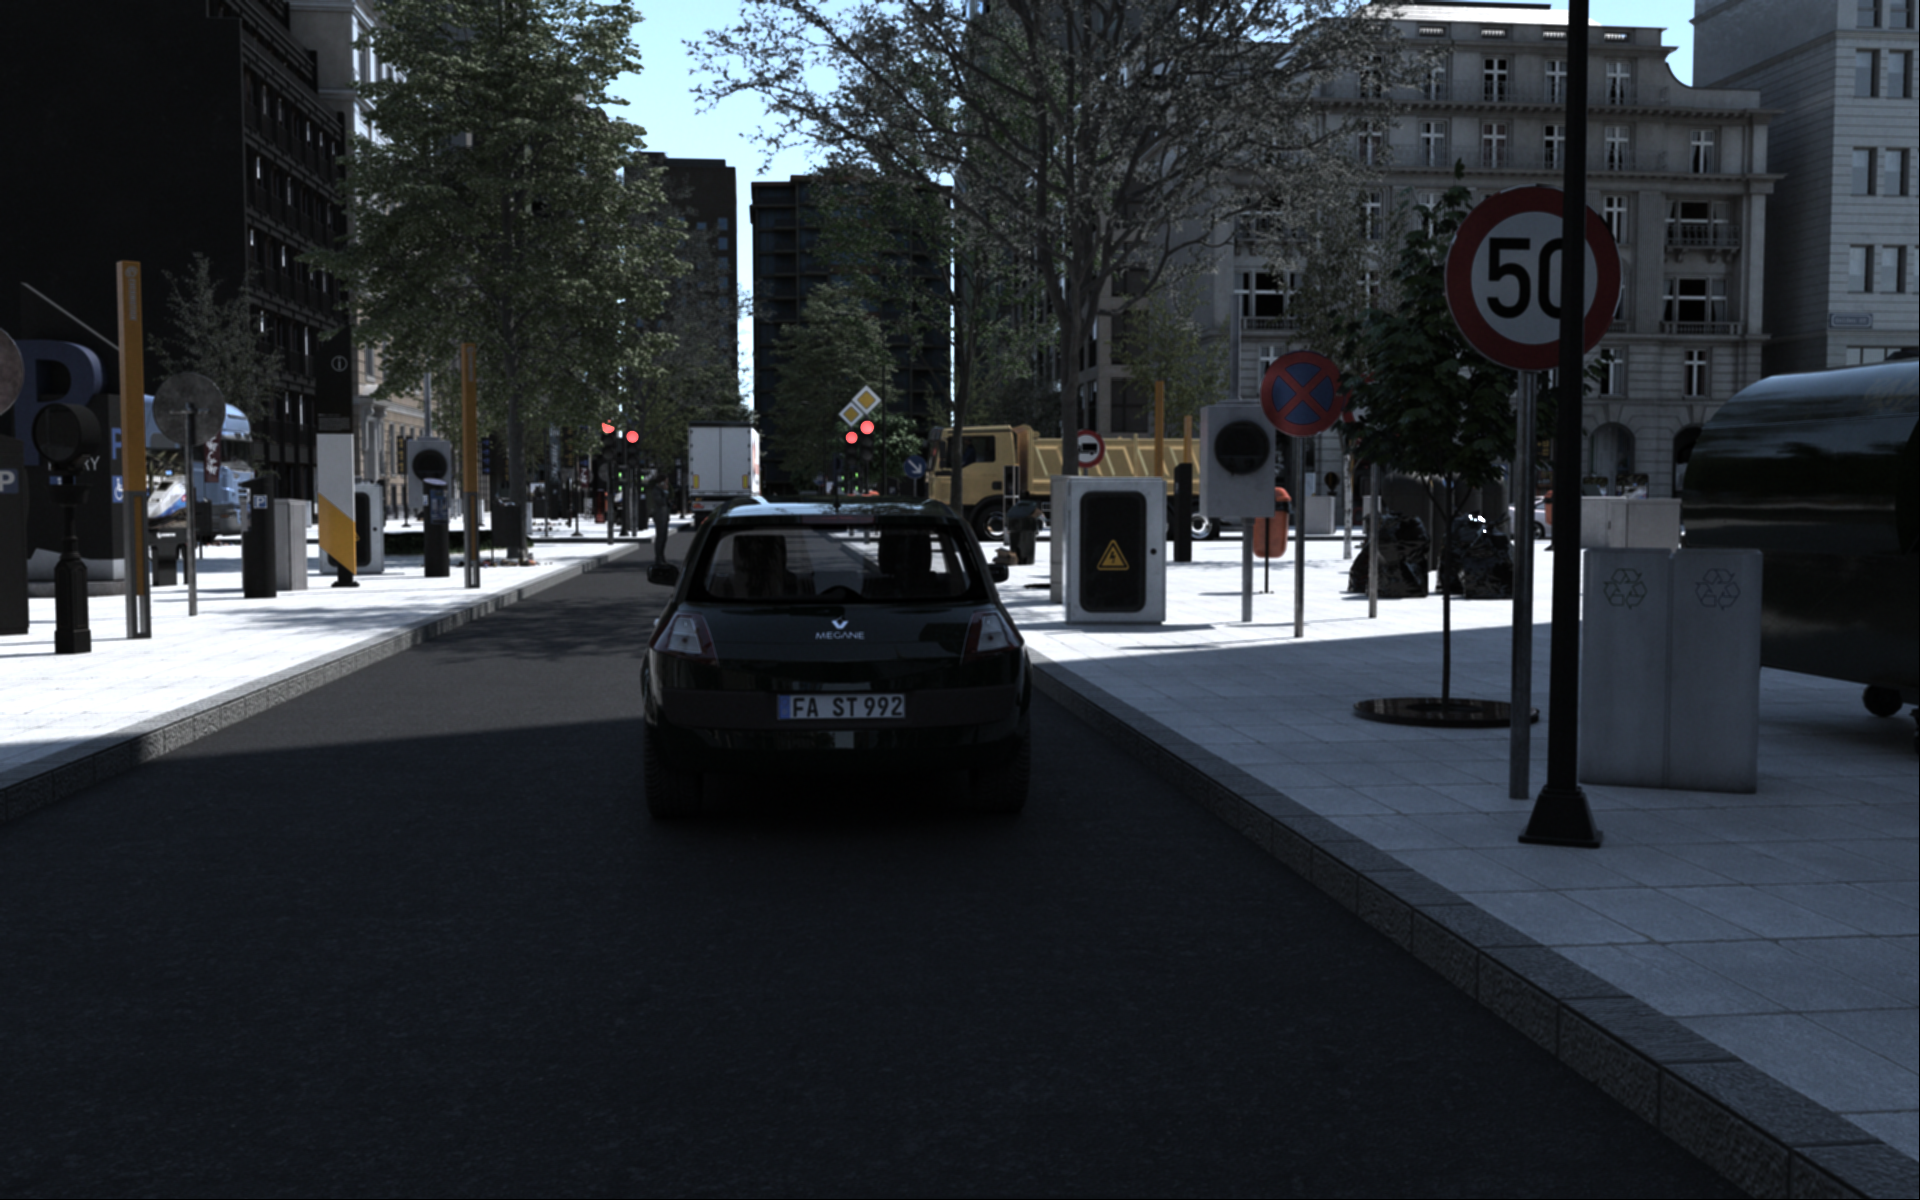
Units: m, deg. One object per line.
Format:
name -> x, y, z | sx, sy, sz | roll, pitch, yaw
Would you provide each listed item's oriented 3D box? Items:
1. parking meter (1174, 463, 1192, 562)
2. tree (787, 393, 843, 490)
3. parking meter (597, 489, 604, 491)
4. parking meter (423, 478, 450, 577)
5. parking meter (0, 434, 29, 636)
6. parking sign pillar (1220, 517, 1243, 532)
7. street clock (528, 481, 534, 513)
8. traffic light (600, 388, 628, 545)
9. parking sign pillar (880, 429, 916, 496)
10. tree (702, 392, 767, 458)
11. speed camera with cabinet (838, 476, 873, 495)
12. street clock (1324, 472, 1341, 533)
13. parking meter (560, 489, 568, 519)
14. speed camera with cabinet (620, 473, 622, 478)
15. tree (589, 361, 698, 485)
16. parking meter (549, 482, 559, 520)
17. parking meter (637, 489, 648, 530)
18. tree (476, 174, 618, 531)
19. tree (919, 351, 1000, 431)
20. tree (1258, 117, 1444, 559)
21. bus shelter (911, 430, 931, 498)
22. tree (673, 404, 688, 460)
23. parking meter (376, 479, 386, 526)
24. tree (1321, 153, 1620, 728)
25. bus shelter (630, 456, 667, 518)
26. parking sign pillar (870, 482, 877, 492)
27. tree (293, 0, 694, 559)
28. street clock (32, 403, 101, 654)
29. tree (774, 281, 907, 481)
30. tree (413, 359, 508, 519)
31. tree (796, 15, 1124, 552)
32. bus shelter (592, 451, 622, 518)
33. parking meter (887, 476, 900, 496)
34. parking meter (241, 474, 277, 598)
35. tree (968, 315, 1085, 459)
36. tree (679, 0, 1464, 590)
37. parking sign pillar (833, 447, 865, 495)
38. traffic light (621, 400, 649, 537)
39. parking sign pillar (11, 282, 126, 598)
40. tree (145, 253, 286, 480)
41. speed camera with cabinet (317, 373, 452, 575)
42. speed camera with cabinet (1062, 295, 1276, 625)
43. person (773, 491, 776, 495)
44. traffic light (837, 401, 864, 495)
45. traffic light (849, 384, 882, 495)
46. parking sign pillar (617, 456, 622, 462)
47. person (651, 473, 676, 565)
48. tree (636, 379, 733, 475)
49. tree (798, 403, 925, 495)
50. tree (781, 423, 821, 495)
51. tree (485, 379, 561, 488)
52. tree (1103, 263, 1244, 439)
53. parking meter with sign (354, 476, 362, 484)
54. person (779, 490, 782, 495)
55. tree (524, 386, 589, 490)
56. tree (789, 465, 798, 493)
parking meter -> 4.231, -1.662, 32.882 | 0.255, 1.863, 0.399 | -1, 4, -11
tree -> -9.633, -10.368, 119.875 | 4.737, 8.622, 4.395 | 0, 3, 0
parking meter -> -19.434, -5.218, 93.722 | 0.372, 1.533, 0.369 | 0, 3, 0
parking meter -> -8.106, -1.125, 26.807 | 0.372, 1.533, 0.369 | 0, 3, 0
parking meter -> -8.724, -0.615, 15.770 | 0.255, 1.863, 0.399 | 3, 4, 36
parking sign pillar -> 9.552, -4.338, 59.395 | 1.447, 3.967, 1.447 | 3, 4, 36
street clock -> -24.267, -5.725, 98.180 | 0.358, 2.002, 0.471 | 1, 4, 18
traffic light -> -8.838, -3.356, 43.790 | 0.839, 4.253, 0.868 | 0, 4, -6
parking sign pillar -> -2.347, -5.061, 71.212 | 1.447, 3.967, 1.447 | 2, 4, 24
tree -> -25.882, -17.339, 190.141 | 9.857, 13.997, 8.962 | 0, 3, 0
speed camera with cabinet -> -3.998, -4.399, 66.259 | 0.660, 3.252, 2.038 | 1, 4, 22
street clock -> 12.277, -3.215, 57.132 | 0.471, 2.002, 0.358 | 3, 4, 38
parking meter -> -20.135, -4.890, 88.369 | 0.372, 1.533, 0.369 | 0, 3, 0
speed camera with cabinet -> -14.253, -4.897, 74.395 | 0.660, 3.252, 2.038 | 1, 4, 20
tree -> -15.127, -8.290, 85.910 | 4.737, 8.622, 4.395 | 0, 3, 0
parking meter -> -20.214, -4.928, 86.283 | 0.399, 1.863, 0.255 | -3, 4, -39
parking meter -> -11.461, -3.312, 62.563 | 0.372, 1.533, 0.369 | 0, 3, 0
tree -> -11.514, -9.155, 60.052 | 12.009, 13.543, 11.850 | 0, 3, 0
tree -> 0.180, -8.355, 86.967 | 4.737, 8.622, 4.395 | 0, 3, 0
tree -> 7.659, -5.092, 33.613 | 4.360, 8.622, 3.978 | 0, 3, 0
bus shelter -> -1.020, -4.581, 66.187 | 1.731, 3.624, 6.357 | 0, 4, -6
tree -> -20.065, -12.938, 137.288 | 9.928, 11.665, 9.643 | 0, 3, 0
parking meter -> -23.188, -3.893, 69.368 | 0.255, 1.863, 0.399 | -2, 4, -33
tree -> 2.934, -0.936, 9.911 | 1.663, 3.219, 1.824 | 0, 3, 0
bus shelter -> -17.259, -6.199, 95.272 | 2.014, 3.302, 5.546 | 0, 4, -7
parking sign pillar -> -4.884, -6.725, 98.431 | 1.447, 3.967, 1.447 | -3, 5, -40
tree -> -9.178, -7.112, 34.402 | 7.486, 12.596, 7.792 | 0, 3, 0
street clock -> -7.164, -0.573, 13.931 | 0.471, 2.002, 0.358 | 1, 4, 15
tree -> -6.569, -10.681, 92.759 | 7.486, 12.596, 7.792 | 0, 3, 0
tree -> -25.228, -8.370, 87.207 | 4.737, 8.622, 4.395 | 0, 3, 0
tree -> 0.046, -6.862, 37.954 | 9.928, 11.665, 9.643 | 0, 3, 0
bus shelter -> -19.616, -6.517, 97.828 | 1.731, 3.624, 6.357 | 0, 4, -6
parking meter -> -2.177, -3.119, 56.705 | 0.399, 1.863, 0.255 | 1, 4, 9
parking meter -> -8.676, -0.796, 21.432 | 0.372, 1.533, 0.369 | 0, 3, 0
tree -> 2.831, -7.369, 70.848 | 4.360, 8.622, 3.978 | 0, 3, 0
tree -> 1.525, -6.894, 23.089 | 12.009, 13.543, 11.850 | 0, 3, 0
parking sign pillar -> -5.513, -5.703, 81.710 | 1.447, 3.967, 1.447 | -2, 4, -31
traffic light -> -9.729, -3.841, 51.725 | 0.839, 4.253, 0.868 | 0, 4, -6
parking sign pillar -> -11.310, -2.051, 22.011 | 1.447, 3.967, 1.447 | 0, 4, 5
tree -> -22.394, -6.254, 52.623 | 4.360, 8.622, 3.978 | 0, 3, 0
speed camera with cabinet -> -9.283, -2.056, 27.949 | 2.038, 3.252, 0.660 | -1, 4, -19
speed camera with cabinet -> 2.053, -1.394, 17.120 | 2.038, 3.252, 0.660 | 0, 4, 0
person -> -19.746, -10.668, 183.714 | 1.217, 1.735, 0.721 | 3, 4, 37
traffic light -> -3.310, -3.886, 52.460 | 0.839, 4.253, 0.868 | 0, 4, -6
traffic light -> -2.419, -3.401, 44.524 | 0.839, 4.253, 0.868 | 0, 4, -6
parking sign pillar -> -21.396, -7.239, 106.833 | 1.447, 3.967, 1.447 | 0, 4, -8
person -> -5.881, -1.603, 34.516 | 0.447, 1.846, 0.655 | 0, 4, 5
tree -> -19.578, -11.728, 126.158 | 8.767, 10.594, 7.601 | -1, 4, -20
tree -> -2.897, -4.641, 59.596 | 4.285, 4.588, 4.351 | 0, 3, 0
tree -> -14.813, -12.836, 160.236 | 4.360, 8.622, 3.978 | 0, 3, 0
tree -> -25.218, -9.205, 100.869 | 4.360, 8.622, 3.978 | 0, 3, 0
tree -> 6.683, -6.380, 54.681 | 4.737, 8.622, 4.395 | 0, 3, 0
parking meter with sign -> -25.263, -4.644, 72.188 | 1.738, 3.016, 0.543 | -1, 4, -16
person -> -16.810, -9.449, 163.008 | 0.705, 1.821, 1.348 | 0, 4, -7
tree -> -24.889, -9.748, 109.745 | 4.737, 8.622, 4.395 | 0, 3, 0
tree -> -12.039, -9.478, 138.686 | 4.285, 4.588, 4.351 | 0, 3, 0
